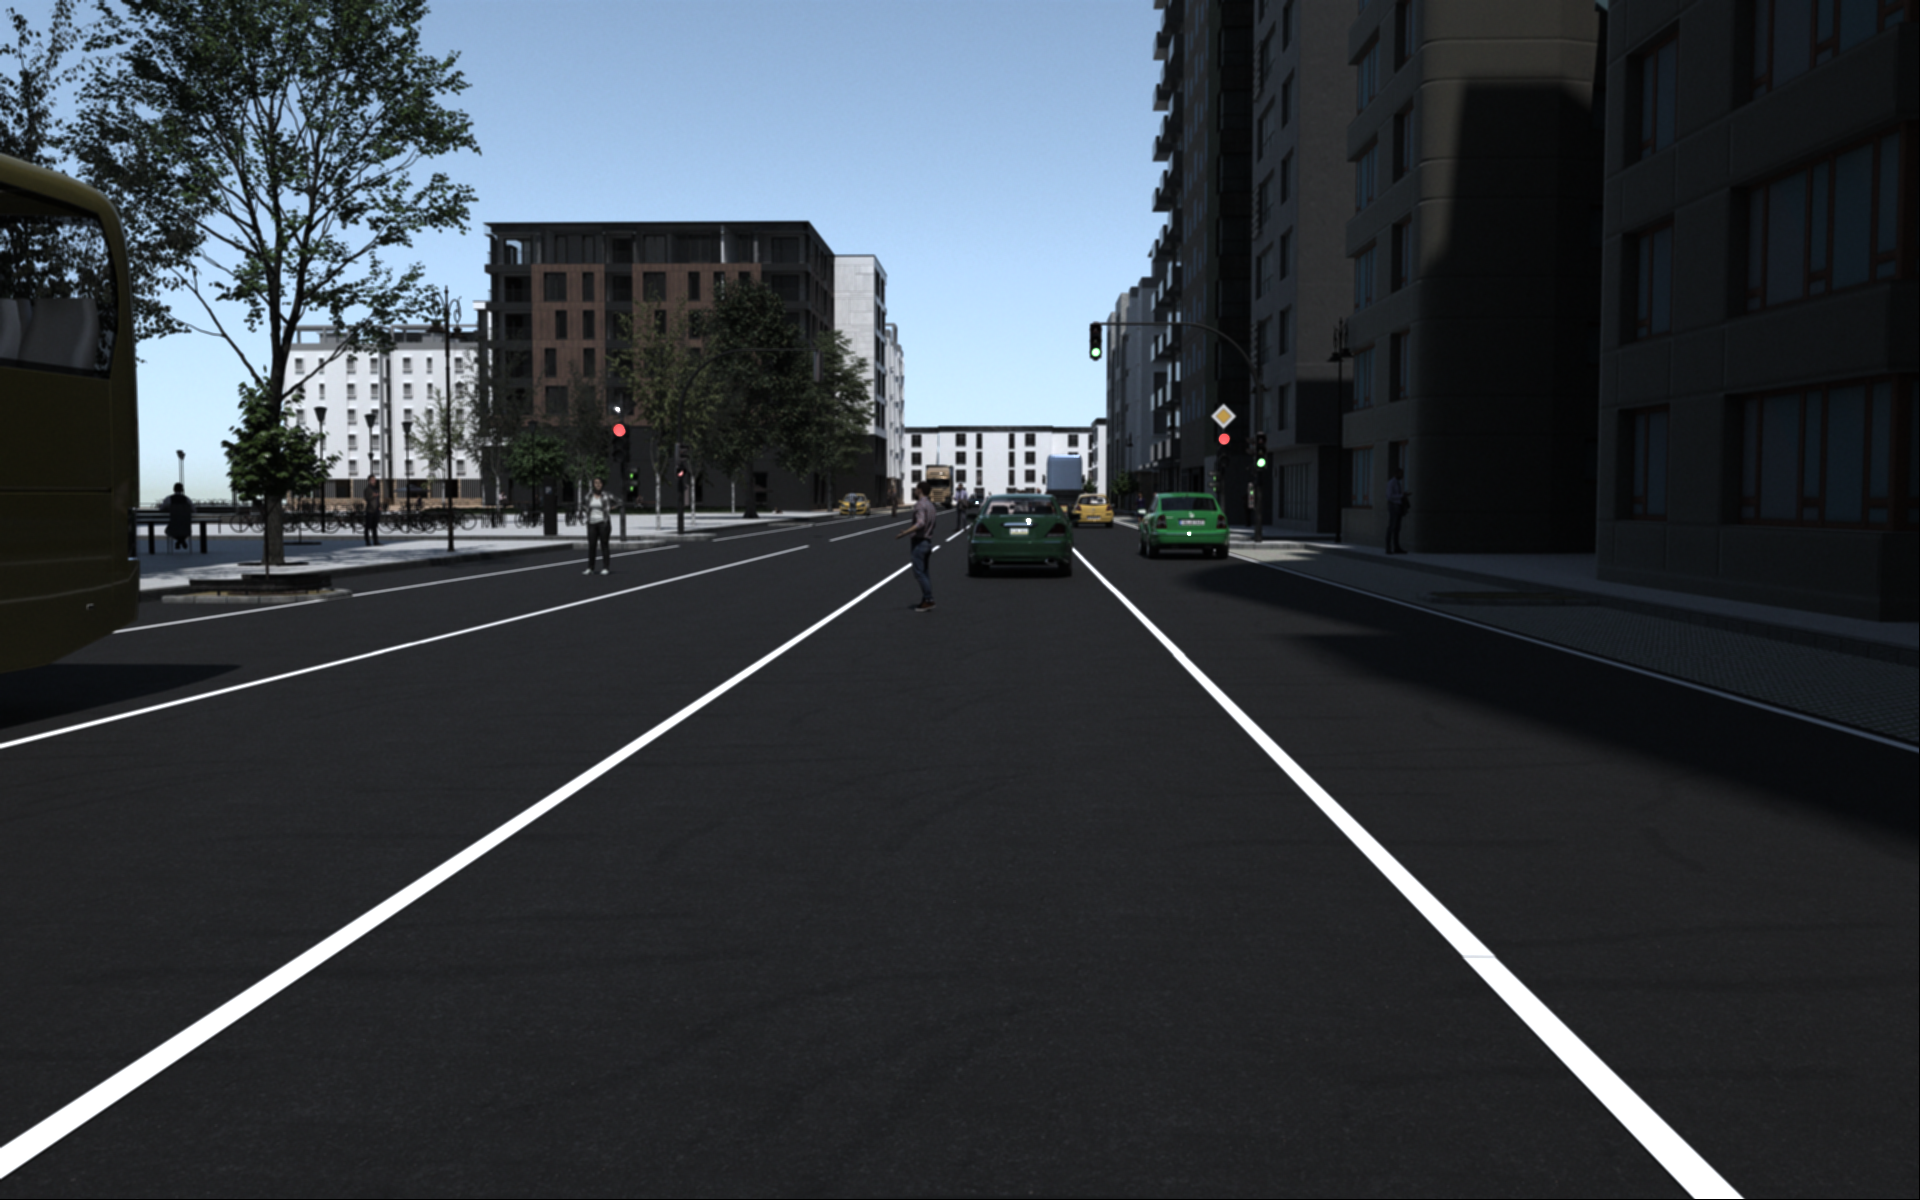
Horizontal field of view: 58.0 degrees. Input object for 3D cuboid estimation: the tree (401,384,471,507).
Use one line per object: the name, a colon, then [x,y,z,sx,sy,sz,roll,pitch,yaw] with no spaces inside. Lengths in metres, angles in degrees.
tree: [-34.671,-10.098,115.468,4.737,8.622,4.395,0,3,0]

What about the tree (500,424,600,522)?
tree: [-19.867,-5.952,81.027,4.285,4.588,4.351,0,3,0]

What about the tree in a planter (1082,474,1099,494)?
tree in a planter: [11.588,-9.687,155.601,1.991,3.239,1.994,0,4,2]

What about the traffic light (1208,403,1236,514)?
traffic light: [8.151,-3.969,53.820,0.839,4.253,0.868,0,4,2]

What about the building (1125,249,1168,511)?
building: [21.502,-17.297,139.217,16.016,20.091,11.380,0,4,2]

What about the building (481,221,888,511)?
building: [-21.300,-18.500,146.456,27.936,21.610,32.646,0,4,2]

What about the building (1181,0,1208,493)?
building: [19.275,-26.938,90.539,14.600,45.320,14.200,0,4,2]

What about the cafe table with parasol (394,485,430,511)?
cafe table with parasol: [-40.347,-7.501,127.509,2.610,1.966,2.610,1,4,8]

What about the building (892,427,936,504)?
building: [-16.652,-16.892,218.338,28.070,9.664,9.099,0,4,2]

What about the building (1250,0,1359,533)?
building: [17.732,-22.911,58.186,14.086,41.232,14.154,0,4,2]

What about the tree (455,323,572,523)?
tree: [-19.973,-7.654,75.504,4.360,8.622,3.978,0,3,0]

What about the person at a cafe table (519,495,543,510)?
person at a cafe table: [-31.125,-7.038,125.940,1.698,1.238,1.726,3,5,42]

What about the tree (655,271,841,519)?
tree: [-10.969,-10.544,89.399,9.611,12.733,9.660,0,3,0]

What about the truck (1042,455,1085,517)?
truck: [6.972,-7.529,112.860,2.967,4.110,18.799,0,4,2]

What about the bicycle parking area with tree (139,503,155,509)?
bicycle parking area with tree: [-53.585,-7.685,112.647,8.231,4.147,9.016,0,4,-7]

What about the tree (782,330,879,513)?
tree: [-9.212,-12.316,119.496,7.486,12.596,7.792,0,3,0]

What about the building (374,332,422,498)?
building: [-58.156,-23.525,228.612,32.646,21.610,27.936,0,4,2]

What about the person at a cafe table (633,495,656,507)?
person at a cafe table: [-22.166,-6.811,122.227,1.726,1.238,1.698,-1,4,-17]

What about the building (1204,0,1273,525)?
building: [17.772,-18.660,76.790,14.160,30.474,14.107,0,4,2]

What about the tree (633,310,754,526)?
tree: [-10.618,-7.334,70.274,4.360,8.622,3.978,0,3,0]

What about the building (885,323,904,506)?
building: [-12.284,-20.893,198.024,11.380,20.091,16.016,0,4,2]

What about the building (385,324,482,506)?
building: [-57.185,-20.970,199.276,11.380,20.091,16.016,0,4,2]

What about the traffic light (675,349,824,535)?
traffic light: [-6.668,-4.873,54.333,4.771,5.953,1.251,0,4,2]

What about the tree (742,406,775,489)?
tree: [-13.912,-9.631,107.829,4.737,8.622,4.395,0,3,0]

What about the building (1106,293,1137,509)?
building: [22.775,-17.991,160.617,16.747,18.905,31.486,0,4,2]

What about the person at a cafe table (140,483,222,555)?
person at a cafe table: [-16.811,-1.757,37.241,1.698,1.524,1.622,-2,4,-29]

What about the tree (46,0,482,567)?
tree: [-12.195,-6.422,30.753,9.928,11.665,9.643,0,3,0]

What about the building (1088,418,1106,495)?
building: [19.619,-15.241,191.339,9.099,9.664,28.070,0,4,2]

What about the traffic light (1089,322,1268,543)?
traffic light: [5.790,-4.349,45.768,4.771,5.953,1.251,0,4,2]

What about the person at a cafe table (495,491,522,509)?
person at a cafe table: [-32.062,-6.979,122.616,1.622,1.524,1.698,0,4,1]

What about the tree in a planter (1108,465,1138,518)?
tree in a planter: [9.922,-6.636,105.722,1.991,3.239,1.994,0,4,2]

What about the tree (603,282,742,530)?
tree: [-10.501,-6.791,61.391,4.737,8.622,4.395,0,3,0]

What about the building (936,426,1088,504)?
building: [11.481,-16.843,217.530,28.070,9.664,9.099,0,4,2]

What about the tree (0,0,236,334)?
tree: [-12.794,-4.525,24.347,4.360,8.622,3.978,0,3,0]

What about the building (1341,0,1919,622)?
building: [23.505,-11.352,30.643,27.650,21.520,28.899,0,4,2]

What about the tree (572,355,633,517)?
tree: [-20.262,-8.626,91.390,4.360,8.622,3.978,0,3,0]

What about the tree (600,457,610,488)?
tree: [-26.595,-8.595,124.234,4.285,4.588,4.351,0,3,0]

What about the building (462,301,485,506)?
building: [-34.714,-21.352,193.078,32.646,21.610,27.936,0,4,2]

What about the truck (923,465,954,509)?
truck: [-1.997,-11.022,169.129,2.839,4.237,11.283,0,4,1]

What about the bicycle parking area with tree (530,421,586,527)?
bicycle parking area with tree: [-19.436,-4.979,68.409,8.231,4.147,9.016,1,4,20]

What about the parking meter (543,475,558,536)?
parking meter: [-12.661,-2.928,53.578,0.399,1.863,0.255,1,4,11]

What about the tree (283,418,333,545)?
tree: [-16.730,-3.029,44.131,1.663,3.219,1.824,0,3,0]

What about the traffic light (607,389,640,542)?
traffic light: [-9.029,-3.515,46.388,0.839,4.253,0.868,0,4,2]

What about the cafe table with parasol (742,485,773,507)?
cafe table with parasol: [-14.998,-7.553,128.352,2.610,1.966,2.610,-2,4,-25]

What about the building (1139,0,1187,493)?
building: [24.254,-30.150,112.558,23.786,49.044,30.456,0,4,2]

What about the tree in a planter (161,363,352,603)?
tree in a planter: [-9.503,-1.617,23.665,1.991,3.239,1.994,0,4,2]

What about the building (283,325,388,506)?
building: [-69.419,-21.023,200.148,11.380,20.091,16.016,0,4,2]

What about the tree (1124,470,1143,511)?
tree: [12.986,-8.449,132.737,1.663,3.219,1.824,0,3,0]
